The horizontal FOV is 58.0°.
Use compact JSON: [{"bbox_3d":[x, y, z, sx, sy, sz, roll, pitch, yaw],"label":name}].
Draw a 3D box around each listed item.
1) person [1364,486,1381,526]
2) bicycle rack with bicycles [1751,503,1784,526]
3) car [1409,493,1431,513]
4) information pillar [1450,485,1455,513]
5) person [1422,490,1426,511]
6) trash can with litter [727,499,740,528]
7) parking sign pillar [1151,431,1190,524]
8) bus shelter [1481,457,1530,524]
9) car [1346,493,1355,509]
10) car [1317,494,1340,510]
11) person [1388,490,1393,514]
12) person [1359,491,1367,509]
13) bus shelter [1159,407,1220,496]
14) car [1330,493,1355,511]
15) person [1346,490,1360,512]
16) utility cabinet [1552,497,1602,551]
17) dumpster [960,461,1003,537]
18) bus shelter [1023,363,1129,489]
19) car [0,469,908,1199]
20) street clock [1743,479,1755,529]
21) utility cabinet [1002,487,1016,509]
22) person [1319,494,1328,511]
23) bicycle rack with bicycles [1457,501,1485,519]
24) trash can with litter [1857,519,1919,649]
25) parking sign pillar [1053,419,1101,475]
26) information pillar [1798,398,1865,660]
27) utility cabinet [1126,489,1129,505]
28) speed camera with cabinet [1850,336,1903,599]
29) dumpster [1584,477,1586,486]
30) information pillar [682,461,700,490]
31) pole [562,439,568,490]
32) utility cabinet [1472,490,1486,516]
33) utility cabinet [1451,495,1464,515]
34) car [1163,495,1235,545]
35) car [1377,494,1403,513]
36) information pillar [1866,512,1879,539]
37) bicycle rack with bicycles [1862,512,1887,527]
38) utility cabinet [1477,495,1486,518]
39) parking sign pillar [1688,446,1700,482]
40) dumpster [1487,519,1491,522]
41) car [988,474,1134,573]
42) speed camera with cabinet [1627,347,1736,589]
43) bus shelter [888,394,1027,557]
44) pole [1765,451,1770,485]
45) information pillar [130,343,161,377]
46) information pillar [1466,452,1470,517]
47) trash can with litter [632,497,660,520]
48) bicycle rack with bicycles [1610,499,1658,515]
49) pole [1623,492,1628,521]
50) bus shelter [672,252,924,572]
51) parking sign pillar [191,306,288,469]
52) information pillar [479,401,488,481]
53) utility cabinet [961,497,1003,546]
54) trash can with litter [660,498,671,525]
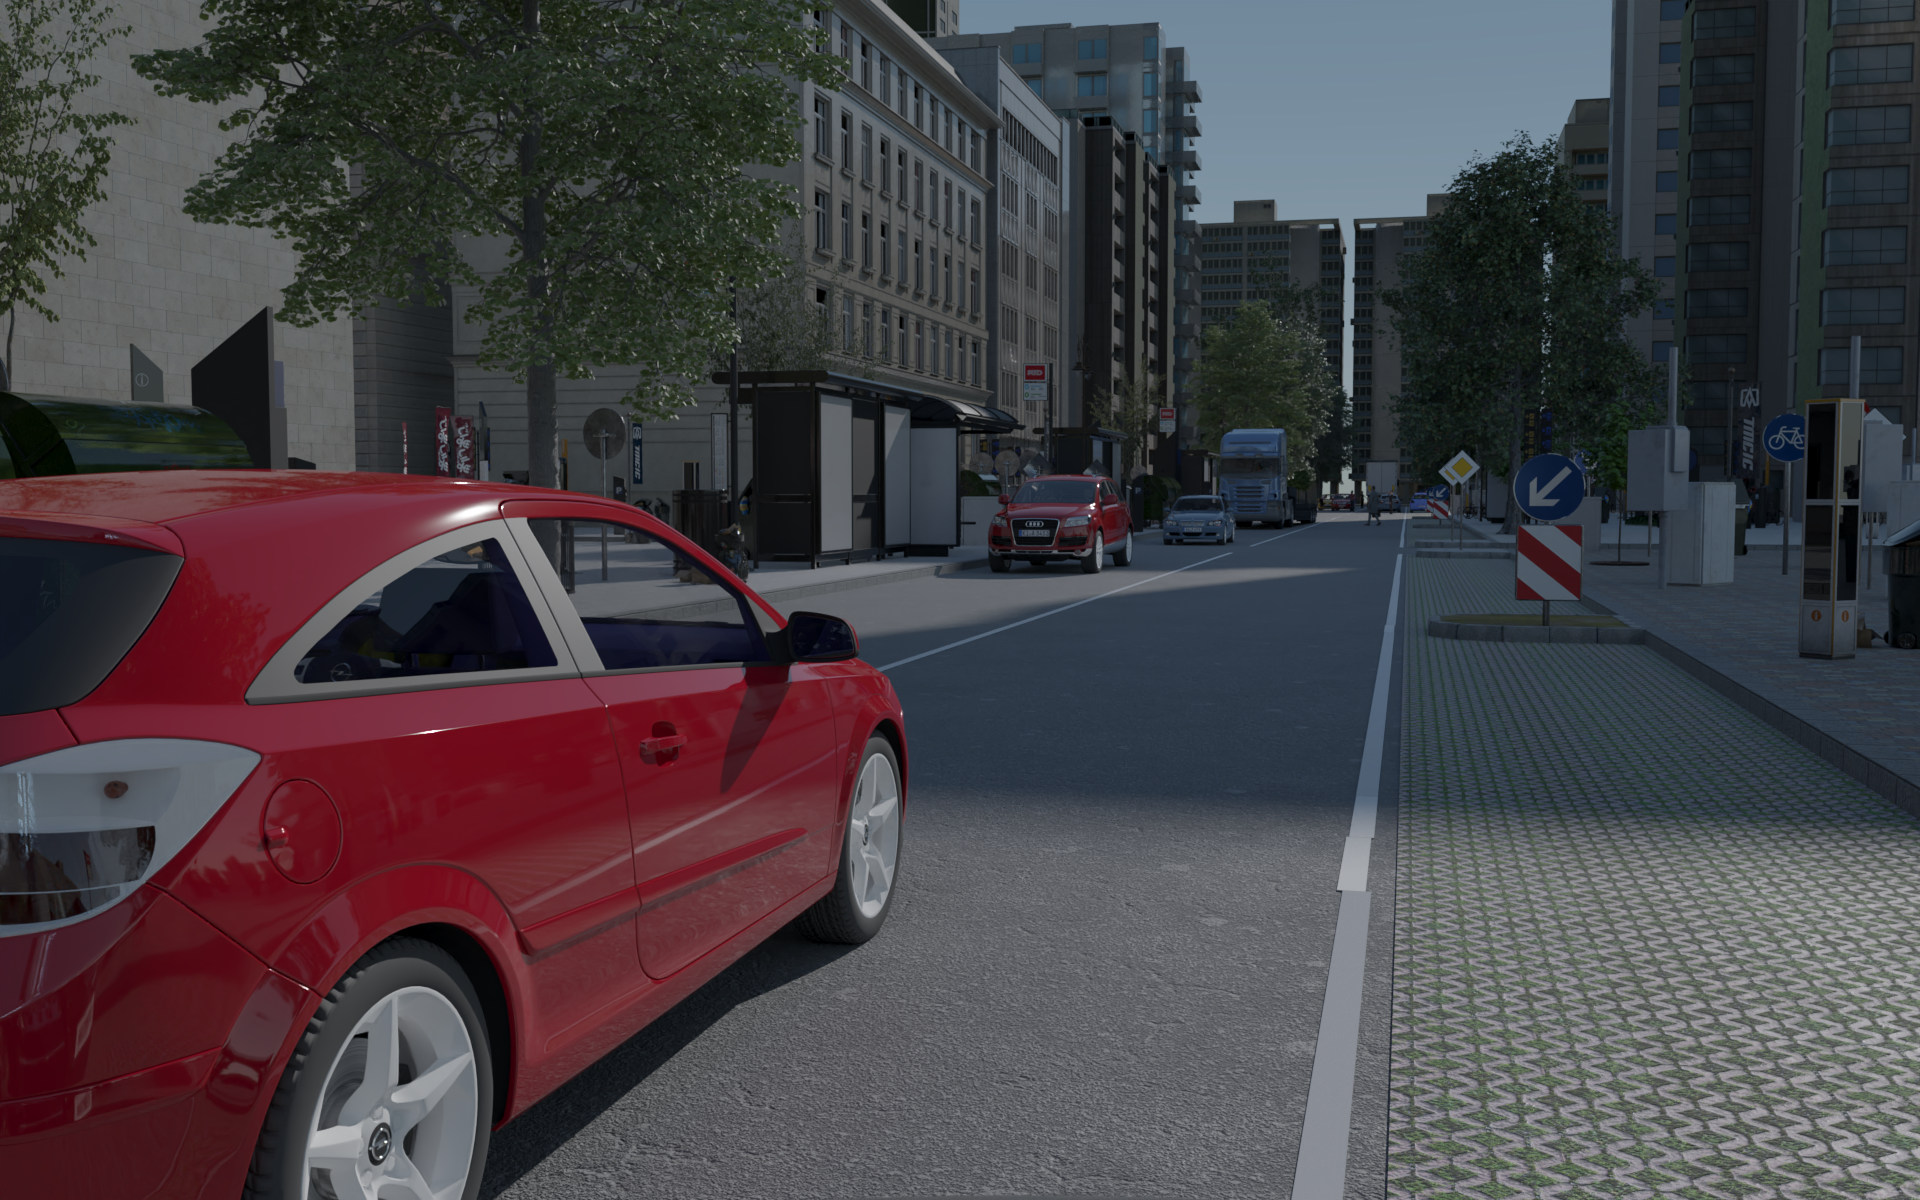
[{"bbox_3d":[18.682,-4.268,78.384,0.767,1.812,0.694,3,5,44],"label":"person"},{"bbox_3d":[32.167,-3.495,70.517,2.925,0.926,2.852,0,4,-5],"label":"bicycle rack with bicycles"},{"bbox_3d":[35.004,-7.445,131.319,1.945,1.707,3.694,1,4,15],"label":"car"},{"bbox_3d":[33.020,-6.824,116.058,0.304,2.012,0.304,1,4,20],"label":"information pillar"},{"bbox_3d":[38.944,-8.302,144.760,0.750,1.759,0.617,0,4,5],"label":"person"},{"bbox_3d":[-7.357,-2.702,55.559,0.624,1.170,1.055,3,5,41],"label":"trash can with litter"},{"bbox_3d":[8.863,-5.243,74.202,1.447,3.967,1.447,-3,5,-41],"label":"parking sign pillar"},{"bbox_3d":[23.087,-4.835,72.979,2.014,3.302,5.546,1,4,14],"label":"bus shelter"},{"bbox_3d":[36.621,-9.484,164.651,1.945,1.707,3.694,1,4,16],"label":"car"},{"bbox_3d":[32.505,-8.702,152.503,2.015,1.641,3.980,1,4,16],"label":"car"},{"bbox_3d":[30.609,-6.977,123.383,0.445,1.727,0.742,-2,4,-28],"label":"person"},{"bbox_3d":[39.410,-9.793,169.336,1.217,1.735,0.721,-3,5,-41],"label":"person"},{"bbox_3d":[10.971,-6.437,82.876,2.179,5.291,8.768,1,4,14],"label":"bus shelter"},{"bbox_3d":[32.321,-8.396,146.314,2.155,1.783,4.494,1,4,14],"label":"car"},{"bbox_3d":[31.146,-7.836,137.346,1.217,1.743,0.721,3,5,40],"label":"person"},{"bbox_3d":[13.898,-1.706,39.054,1.020,1.237,0.306,1,4,13],"label":"utility cabinet"},{"bbox_3d":[0.307,-2.947,50.681,1.502,2.255,1.985,1,4,14],"label":"dumpster"},{"bbox_3d":[3.652,-4.771,55.639,2.179,5.291,8.768,1,4,14],"label":"bus shelter"},{"bbox_3d":[-1.437,0.278,4.496,2.155,1.783,4.494,1,4,14],"label":"car"},{"bbox_3d":[28.951,-3.611,63.611,0.358,2.002,0.471,0,4,-2],"label":"street clock"},{"bbox_3d":[1.291,-2.998,57.702,1.173,1.500,0.318,-2,4,-31],"label":"utility cabinet"},{"bbox_3d":[30.714,-8.226,146.185,0.799,1.438,0.628,1,4,21],"label":"person"},{"bbox_3d":[27.278,-4.694,90.132,2.925,0.926,2.852,0,4,-1],"label":"bicycle rack with bicycles"},{"bbox_3d":[7.764,-0.187,14.438,1.055,1.170,0.624,1,4,12],"label":"trash can with litter"},{"bbox_3d":[4.354,-4.493,61.932,1.447,3.967,1.447,-1,4,-19],"label":"parking sign pillar"},{"bbox_3d":[6.791,-0.551,13.503,0.304,2.012,0.304,-2,4,-28],"label":"information pillar"},{"bbox_3d":[10.541,-6.109,108.554,0.318,1.500,1.173,2,4,34],"label":"utility cabinet"},{"bbox_3d":[11.535,-1.639,21.138,0.660,3.252,2.038,-1,4,-12],"label":"speed camera with cabinet"},{"bbox_3d":[23.663,-3.999,67.872,1.502,2.255,1.985,1,4,15],"label":"dumpster"},{"bbox_3d":[-5.948,-2.072,38.371,0.304,2.012,0.304,1,4,12],"label":"information pillar"},{"bbox_3d":[-14.685,-4.317,64.420,0.158,3.312,0.155,0,3,0],"label":"pole"},{"bbox_3d":[29.580,-5.482,98.303,1.173,1.500,0.318,-2,4,-32],"label":"utility cabinet"},{"bbox_3d":[30.727,-5.859,106.948,0.306,1.237,1.020,-1,4,-16],"label":"utility cabinet"},{"bbox_3d":[6.945,-2.327,50.054,2.014,1.417,4.499,1,4,14],"label":"car"},{"bbox_3d":[33.029,-7.415,133.240,2.014,1.417,4.499,1,4,15],"label":"car"},{"bbox_3d":[26.151,-2.759,49.594,0.304,2.012,0.304,2,4,35],"label":"information pillar"},{"bbox_3d":[34.776,-3.321,67.687,2.925,0.926,2.852,-2,4,-27],"label":"bicycle rack with bicycles"},{"bbox_3d":[28.537,-5.048,93.691,1.020,1.237,0.306,0,4,6],"label":"utility cabinet"},{"bbox_3d":[30.826,-5.226,73.915,1.447,3.967,1.447,0,4,4],"label":"parking sign pillar"},{"bbox_3d":[25.248,-4.592,80.833,1.264,1.857,1.865,1,4,14],"label":"dumpster"},{"bbox_3d":[2.000,-1.495,33.113,2.281,1.827,5.304,1,4,15],"label":"car"},{"bbox_3d":[10.025,-1.816,24.027,2.038,3.252,0.660,-3,5,-40],"label":"speed camera with cabinet"},{"bbox_3d":[-0.130,-2.684,37.815,2.014,3.302,5.546,1,4,15],"label":"bus shelter"},{"bbox_3d":[37.754,-5.331,81.000,0.158,3.312,0.155,0,3,0],"label":"pole"},{"bbox_3d":[-12.724,-2.189,27.150,0.183,3.616,0.504,3,5,39],"label":"information pillar"},{"bbox_3d":[27.954,-6.359,95.324,0.183,3.616,0.504,1,4,23],"label":"information pillar"},{"bbox_3d":[-8.379,-2.041,44.756,0.624,1.170,1.055,-3,5,-41],"label":"trash can with litter"},{"bbox_3d":[44.222,-6.185,114.508,2.852,0.926,2.925,0,4,0],"label":"bicycle rack with bicycles"},{"bbox_3d":[31.921,-5.455,83.036,0.158,3.312,0.155,0,3,0],"label":"pole"},{"bbox_3d":[-2.871,-3.257,30.880,2.179,5.291,8.768,1,4,14],"label":"bus shelter"},{"bbox_3d":[-10.477,-2.247,25.217,1.447,3.967,1.447,1,4,14],"label":"parking sign pillar"},{"bbox_3d":[-11.955,-3.189,43.491,0.183,3.616,0.504,-2,4,-29],"label":"information pillar"},{"bbox_3d":[0.551,-1.955,43.131,1.020,1.237,0.306,-1,4,-11],"label":"utility cabinet"},{"bbox_3d":[-10.206,-3.025,60.848,1.055,1.170,0.624,0,4,2],"label":"trash can with litter"}]
